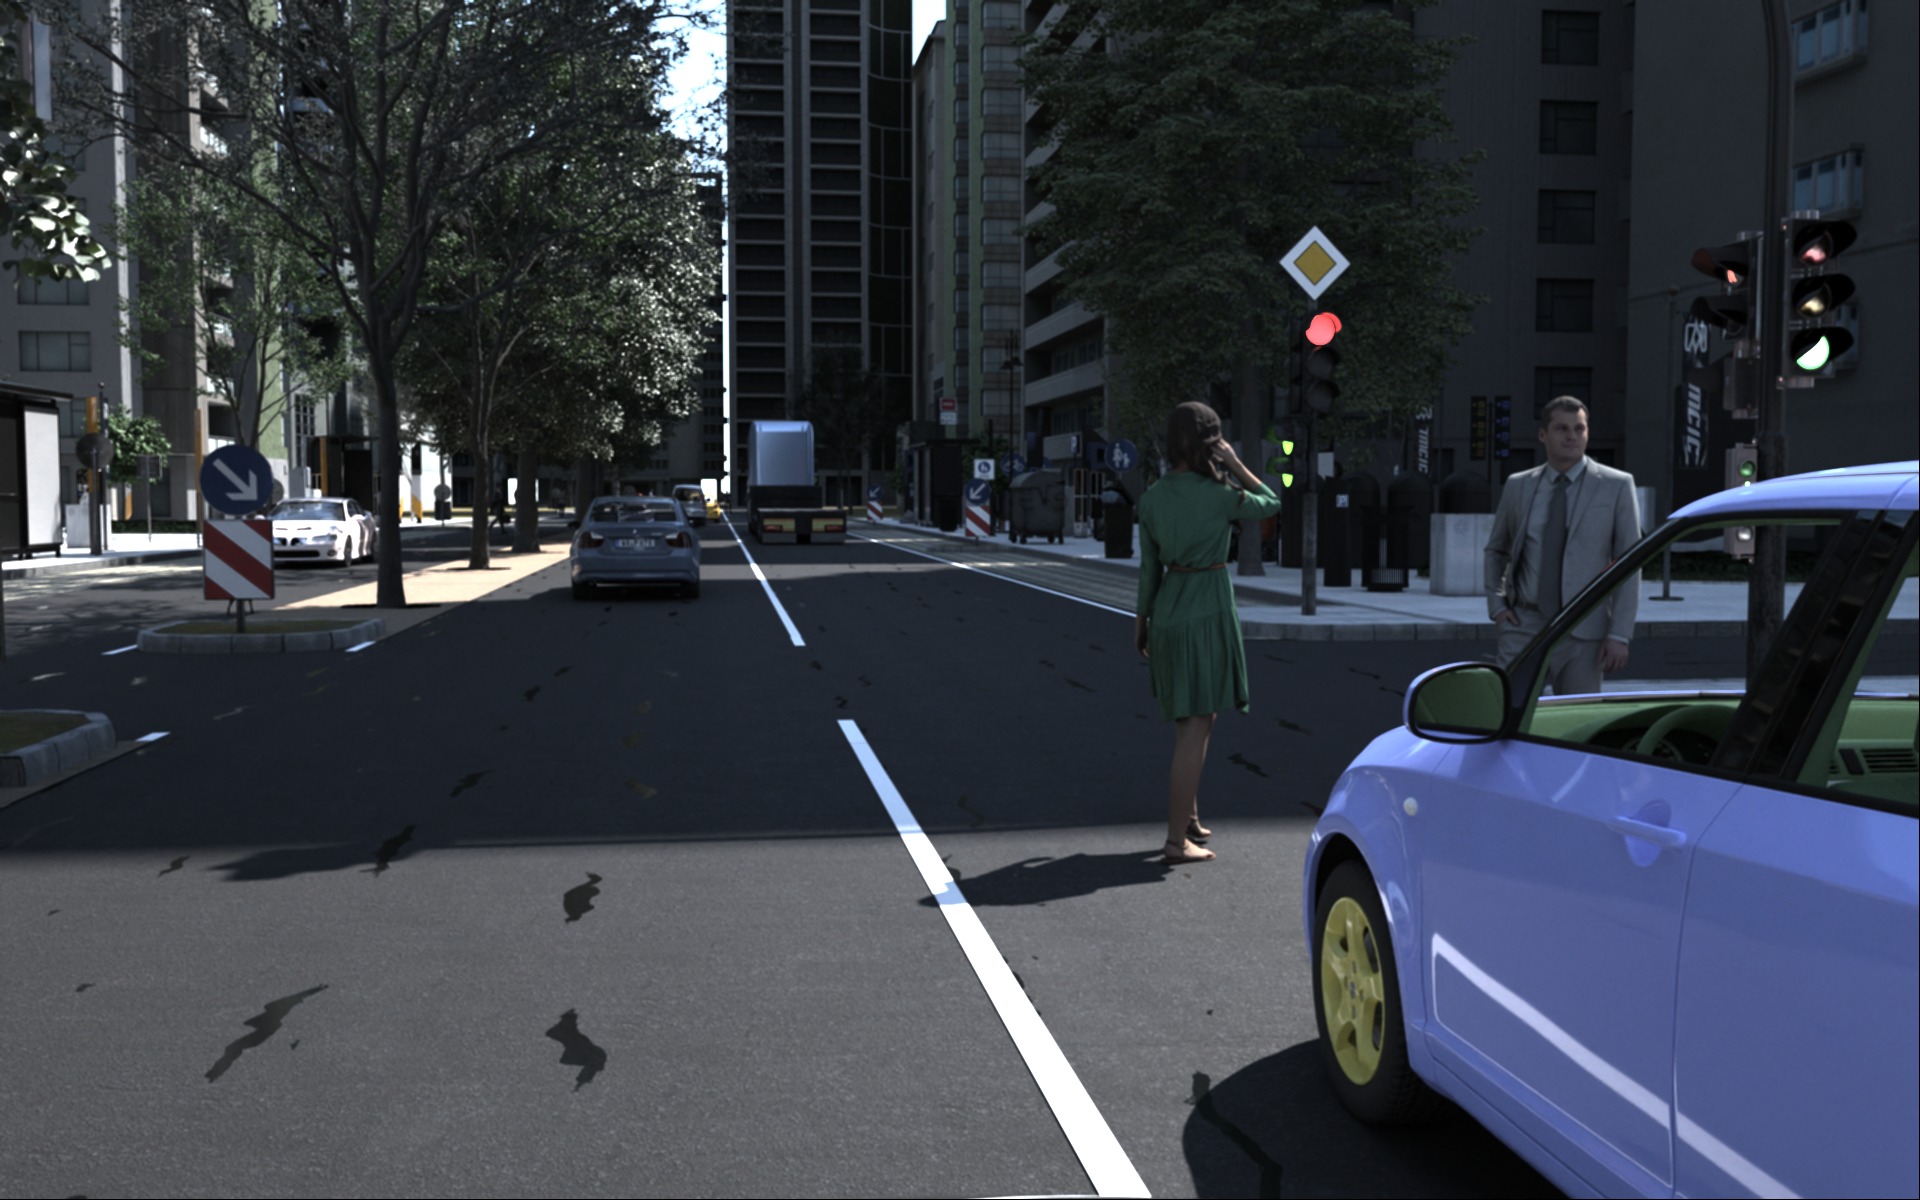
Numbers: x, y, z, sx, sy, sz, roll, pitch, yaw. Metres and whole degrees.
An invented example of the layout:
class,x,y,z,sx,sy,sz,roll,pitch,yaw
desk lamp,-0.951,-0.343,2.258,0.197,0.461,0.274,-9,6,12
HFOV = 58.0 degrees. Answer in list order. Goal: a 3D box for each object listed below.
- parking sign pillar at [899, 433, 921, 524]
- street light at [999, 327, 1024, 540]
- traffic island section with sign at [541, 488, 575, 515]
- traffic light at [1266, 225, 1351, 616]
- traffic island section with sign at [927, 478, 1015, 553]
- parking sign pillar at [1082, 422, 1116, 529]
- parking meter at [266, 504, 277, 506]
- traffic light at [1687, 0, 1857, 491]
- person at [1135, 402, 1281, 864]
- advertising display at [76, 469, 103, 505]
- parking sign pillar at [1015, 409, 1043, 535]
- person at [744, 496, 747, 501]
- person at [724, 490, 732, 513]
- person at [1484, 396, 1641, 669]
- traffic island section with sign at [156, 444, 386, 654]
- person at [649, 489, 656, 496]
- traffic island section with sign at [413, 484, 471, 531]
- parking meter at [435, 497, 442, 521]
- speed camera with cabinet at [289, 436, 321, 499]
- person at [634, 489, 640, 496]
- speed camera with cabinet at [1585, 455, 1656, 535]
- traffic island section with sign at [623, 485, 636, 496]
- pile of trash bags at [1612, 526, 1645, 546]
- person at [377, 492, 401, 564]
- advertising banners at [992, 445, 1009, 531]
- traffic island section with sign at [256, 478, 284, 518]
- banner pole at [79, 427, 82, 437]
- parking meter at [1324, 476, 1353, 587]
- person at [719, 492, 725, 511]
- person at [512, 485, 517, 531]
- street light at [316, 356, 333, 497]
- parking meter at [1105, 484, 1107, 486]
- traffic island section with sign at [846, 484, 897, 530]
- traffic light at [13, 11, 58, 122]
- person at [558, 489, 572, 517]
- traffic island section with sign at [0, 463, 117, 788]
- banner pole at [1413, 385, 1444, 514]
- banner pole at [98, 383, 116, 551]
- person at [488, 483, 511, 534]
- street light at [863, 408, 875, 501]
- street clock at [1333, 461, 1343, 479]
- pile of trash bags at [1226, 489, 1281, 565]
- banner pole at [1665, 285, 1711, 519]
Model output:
class,x,y,z,sx,sy,sz,roll,pitch,yaw
parking sign pillar,-1.924,-5.315,75.380,1.447,3.967,1.447,-2,4,-33
street light,1.431,-4.615,48.251,0.468,5.910,1.993,-1,4,-8
traffic island section with sign,-27.310,-6.650,117.361,1.989,1.847,2.006,-1,4,-8
traffic light,3.677,-1.793,18.242,0.839,4.253,0.868,-1,4,-8
traffic island section with sign,0.212,-2.086,42.733,1.989,1.847,2.006,-1,4,-8
parking sign pillar,5.203,-4.674,64.887,1.447,3.967,1.447,-2,4,-33
parking meter,-19.673,-2.518,49.579,0.372,1.533,0.369,0,3,0
traffic light,2.751,-2.155,9.901,4.771,5.953,1.251,-1,4,-8
person,0.912,0.114,6.879,0.600,1.795,0.529,2,4,35
advertising display,-22.785,-2.458,45.396,0.974,1.923,0.123,2,4,30
parking sign pillar,2.363,-4.025,54.281,1.447,3.967,1.447,0,4,6
person,-15.397,-7.253,127.802,1.217,1.743,0.721,-3,4,-37
person,-17.076,-7.277,127.928,0.568,1.767,0.683,3,5,44
person,2.351,0.107,6.846,0.635,1.810,0.391,2,4,27
traffic island section with sign,-6.718,-0.513,16.530,2.006,1.907,1.989,-1,4,-8
person,-27.474,-8.955,154.777,0.599,1.838,0.709,-1,4,-10
traffic island section with sign,-20.170,-3.602,67.527,1.989,1.847,2.006,-1,4,-8
parking meter,-24.944,-4.563,83.015,0.372,1.533,0.369,0,3,0
speed camera with cabinet,-22.766,-4.027,60.179,0.660,3.252,2.038,0,4,-6
person,-21.980,-6.633,117.043,1.348,1.812,0.705,0,4,-6
speed camera with cabinet,15.164,-2.826,40.534,2.038,3.252,0.660,3,5,42
traffic island section with sign,-17.386,-5.063,90.910,2.006,1.907,1.989,-1,4,-8
pile of trash bags,14.310,-1.680,37.224,3.447,1.369,1.912,1,4,12
person,-11.660,-1.637,35.439,0.511,1.800,0.466,2,4,24
advertising banners,1.427,-3.955,60.858,0.090,3.025,2.074,1,4,19
traffic island section with sign,-16.346,-1.970,40.843,1.989,1.847,2.006,-1,4,-8
banner pole,-32.981,-4.596,65.157,0.401,3.779,0.863,-1,4,-21
parking meter,5.245,-0.955,24.023,0.372,1.533,0.369,0,3,0
person,-20.176,-8.366,146.760,0.593,1.643,0.415,-1,4,-14
person,-17.131,-3.595,67.257,0.573,1.828,0.580,-3,4,-36
street light,-21.282,-5.233,58.347,0.468,5.910,1.993,-1,4,-8
parking meter,3.830,-2.150,43.559,0.372,1.533,0.369,0,3,0
traffic island section with sign,-3.602,-3.718,69.418,1.989,1.847,2.006,-1,4,-8
traffic light,-11.004,-2.538,16.166,4.771,5.953,1.251,-1,4,-8
person,-24.545,-6.029,107.608,0.750,1.759,0.617,-3,5,-42
traffic island section with sign,-5.676,-0.065,9.196,2.006,1.907,1.989,-1,4,-8
banner pole,10.816,-3.049,39.863,0.863,3.779,0.401,2,4,34
banner pole,-19.424,-3.020,39.387,0.401,3.779,0.863,-1,4,-14
person,-16.708,-3.313,62.632,0.822,1.834,0.622,0,4,-6
street light,-4.811,-7.268,91.624,0.468,5.910,1.993,-1,4,-8
street clock,7.988,-2.004,37.336,0.358,2.002,0.471,-3,5,-42
pile of trash bags,5.185,-1.393,32.526,1.912,1.369,3.447,-1,4,-13
banner pole,8.765,-1.893,20.966,0.863,3.779,0.401,-2,4,-25
